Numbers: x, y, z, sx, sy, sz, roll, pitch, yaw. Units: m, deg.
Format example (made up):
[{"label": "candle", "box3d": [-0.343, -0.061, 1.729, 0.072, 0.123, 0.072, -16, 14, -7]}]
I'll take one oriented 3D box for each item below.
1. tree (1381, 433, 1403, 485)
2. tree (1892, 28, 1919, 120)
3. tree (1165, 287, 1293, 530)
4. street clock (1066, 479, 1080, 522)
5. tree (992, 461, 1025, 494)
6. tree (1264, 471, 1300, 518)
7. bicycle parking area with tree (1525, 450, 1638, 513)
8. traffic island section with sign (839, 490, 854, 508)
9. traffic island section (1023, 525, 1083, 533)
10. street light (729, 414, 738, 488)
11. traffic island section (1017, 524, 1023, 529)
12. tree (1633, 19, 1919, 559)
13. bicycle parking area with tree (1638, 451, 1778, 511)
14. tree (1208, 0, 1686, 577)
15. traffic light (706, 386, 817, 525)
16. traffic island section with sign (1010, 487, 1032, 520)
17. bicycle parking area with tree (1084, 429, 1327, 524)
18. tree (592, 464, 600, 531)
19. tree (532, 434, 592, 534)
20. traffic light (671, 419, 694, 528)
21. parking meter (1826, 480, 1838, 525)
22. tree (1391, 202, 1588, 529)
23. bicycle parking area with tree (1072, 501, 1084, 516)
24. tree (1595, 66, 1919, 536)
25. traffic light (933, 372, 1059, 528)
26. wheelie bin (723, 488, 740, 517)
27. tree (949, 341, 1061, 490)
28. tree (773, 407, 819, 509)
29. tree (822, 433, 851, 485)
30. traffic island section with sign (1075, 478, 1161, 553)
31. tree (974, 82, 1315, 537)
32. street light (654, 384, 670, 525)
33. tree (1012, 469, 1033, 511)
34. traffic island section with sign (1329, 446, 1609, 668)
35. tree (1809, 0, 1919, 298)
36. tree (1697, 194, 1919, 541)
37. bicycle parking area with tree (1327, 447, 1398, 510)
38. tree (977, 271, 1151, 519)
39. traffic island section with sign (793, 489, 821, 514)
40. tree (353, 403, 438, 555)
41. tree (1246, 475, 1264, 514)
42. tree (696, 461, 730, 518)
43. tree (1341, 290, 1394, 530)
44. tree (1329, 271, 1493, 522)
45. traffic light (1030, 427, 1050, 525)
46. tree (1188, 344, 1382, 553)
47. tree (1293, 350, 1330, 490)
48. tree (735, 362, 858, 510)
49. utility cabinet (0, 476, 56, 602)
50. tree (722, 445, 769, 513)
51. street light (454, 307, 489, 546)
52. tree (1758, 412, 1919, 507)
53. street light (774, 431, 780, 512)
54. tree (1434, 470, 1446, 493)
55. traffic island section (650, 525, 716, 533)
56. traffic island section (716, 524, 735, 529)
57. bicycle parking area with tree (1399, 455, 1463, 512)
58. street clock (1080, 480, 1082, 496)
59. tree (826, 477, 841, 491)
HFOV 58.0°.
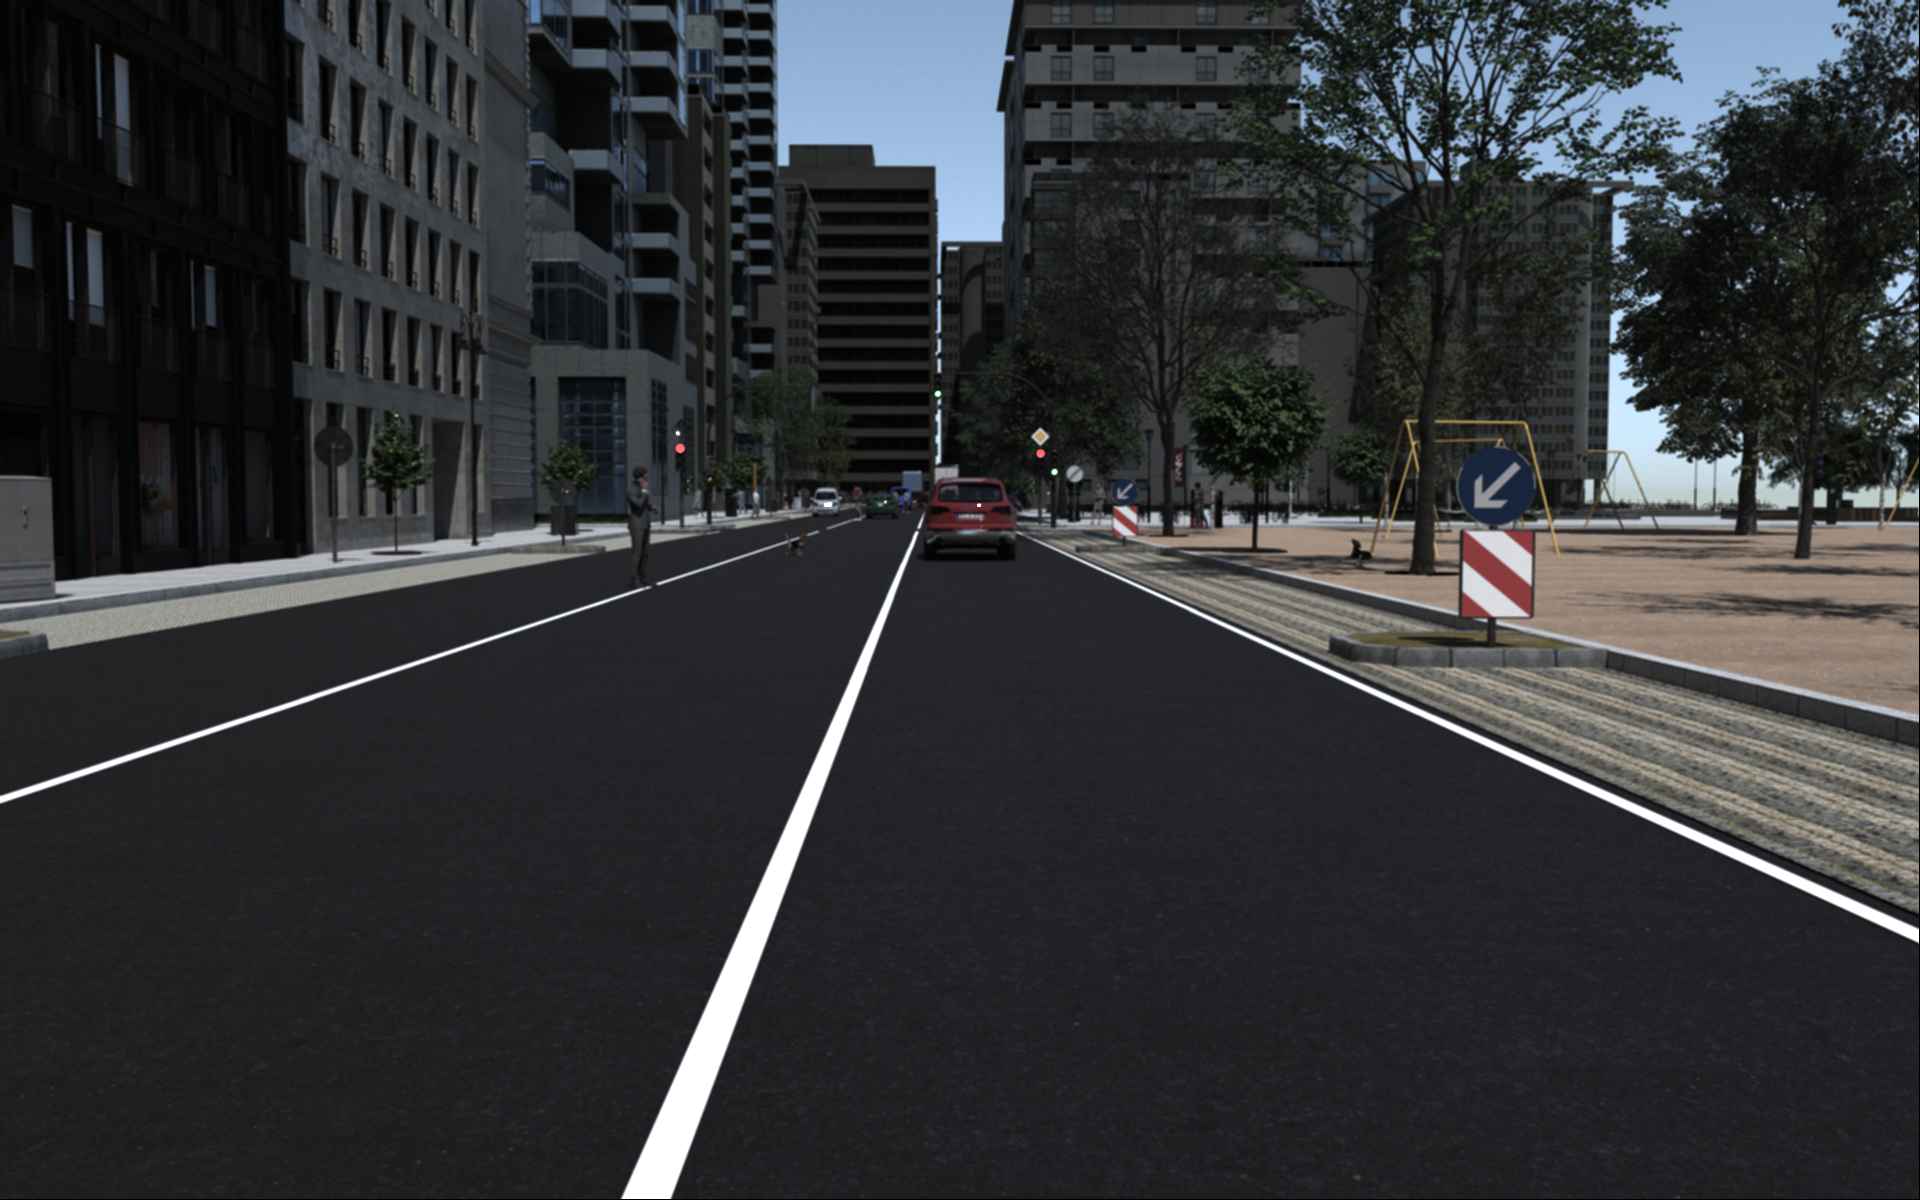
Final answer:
[{"label": "tree", "box3d": [17.700, -5.643, 75.979, 4.285, 4.588, 4.351, 0, 3, 0]}, {"label": "tree", "box3d": [15.388, -4.576, 25.177, 4.737, 8.622, 4.395, 0, 3, 0]}, {"label": "tree", "box3d": [9.015, -6.774, 61.118, 4.737, 8.622, 4.395, 0, 3, 0]}, {"label": "street clock", "box3d": [5.067, -4.562, 79.161, 0.358, 2.002, 0.471, 3, 4, 38]}, {"label": "tree", "box3d": [4.468, -10.412, 153.949, 4.285, 4.588, 4.351, 0, 3, 0]}, {"label": "tree", "box3d": [17.950, -6.089, 94.163, 1.663, 3.219, 1.824, 0, 3, 0]}, {"label": "bicycle parking area with tree", "box3d": [39.455, -7.837, 115.145, 9.016, 4.147, 8.231, 2, 4, 29]}, {"label": "traffic island section with sign", "box3d": [-11.842, -10.147, 174.524, 1.989, 1.847, 2.006, 0, 4, -1]}, {"label": "traffic island section", "box3d": [3.522, -2.613, 65.005, 2.009, 0.180, 2.903, 0, 4, -1]}, {"label": "street light", "box3d": [-13.056, -7.776, 99.927, 0.468, 5.910, 1.993, 0, 4, -1]}, {"label": "traffic island section", "box3d": [3.394, -3.101, 72.989, 2.009, 0.180, 2.903, 0, 4, -1]}, {"label": "tree", "box3d": [17.024, -6.085, 33.908, 7.601, 10.594, 8.767, 1, 4, 17]}, {"label": "bicycle parking area with tree", "box3d": [49.138, -7.805, 114.617, 9.016, 4.147, 8.231, 2, 4, 24]}, {"label": "tree", "box3d": [7.454, -6.195, 27.041, 9.928, 11.665, 9.643, 0, 3, 0]}, {"label": "traffic light", "box3d": [-8.415, -5.996, 72.707, 4.771, 5.953, 1.251, 0, 4, -1]}, {"label": "traffic island section with sign", "box3d": [3.003, -5.446, 97.671, 1.989, 1.847, 2.006, 0, 4, -1]}, {"label": "bicycle parking area with tree", "box3d": [11.037, -5.492, 76.804, 8.231, 4.147, 9.016, 2, 4, 24]}, {"label": "tree", "box3d": [-13.122, -3.974, 59.579, 1.663, 3.219, 1.824, 0, 3, 0]}, {"label": "tree", "box3d": [-12.826, -3.712, 55.291, 1.663, 3.219, 1.824, 0, 3, 0]}, {"label": "traffic light", "box3d": [-10.378, -4.632, 64.654, 0.839, 4.253, 0.868, 0, 4, -1]}, {"label": "parking meter", "box3d": [36.684, -4.105, 72.835, 0.399, 1.863, 0.255, 1, 4, 20]}, {"label": "tree", "box3d": [13.631, -5.661, 42.926, 4.360, 8.622, 3.978, 0, 3, 0]}, {"label": "bicycle parking area with tree", "box3d": [10.800, -6.971, 100.971, 8.231, 4.147, 9.016, 0, 4, -7]}, {"label": "tree", "box3d": [24.523, -8.983, 53.530, 9.857, 13.997, 8.962, 0, 3, 0]}, {"label": "traffic light", "box3d": [1.391, -5.508, 64.716, 4.771, 5.953, 1.251, 0, 4, -1]}, {"label": "wheelie bin", "box3d": [-12.826, -5.462, 97.211, 0.980, 1.594, 0.693, 0, 4, 2]}, {"label": "tree", "box3d": [4.196, -14.288, 140.264, 9.857, 13.997, 8.962, 0, 3, 0]}, {"label": "tree", "box3d": [-13.832, -11.798, 143.253, 4.360, 8.622, 3.978, 0, 3, 0]}, {"label": "tree", "box3d": [-14.767, -15.746, 207.814, 4.737, 8.622, 4.395, 0, 3, 0]}, {"label": "traffic island section with sign", "box3d": [3.884, -2.091, 42.818, 1.989, 1.847, 2.006, 0, 4, -1]}, {"label": "tree", "box3d": [6.188, -8.654, 51.869, 12.009, 13.543, 11.850, 0, 3, 0]}, {"label": "street light", "box3d": [-12.525, -6.120, 72.850, 0.468, 5.910, 1.993, 0, 4, -1]}, {"label": "tree", "box3d": [4.719, -8.421, 132.285, 1.663, 3.219, 1.824, 0, 3, 0]}, {"label": "traffic island section with sign", "box3d": [4.324, -0.398, 15.131, 1.989, 1.847, 2.006, 0, 4, -1]}, {"label": "tree", "box3d": [10.249, -4.018, 16.055, 4.360, 8.622, 3.978, 0, 3, 0]}, {"label": "tree", "box3d": [21.010, -5.685, 43.320, 4.737, 8.622, 4.395, 0, 3, 0]}, {"label": "bicycle parking area with tree", "box3d": [20.202, -7.195, 104.646, 8.231, 4.147, 9.016, -1, 4, -18]}, {"label": "tree", "box3d": [5.379, -10.507, 88.804, 9.611, 12.733, 9.660, 0, 3, 0]}, {"label": "traffic island section with sign", "box3d": [-11.045, -7.091, 124.569, 1.989, 1.847, 2.006, 0, 4, -1]}, {"label": "tree", "box3d": [-12.101, -2.577, 36.741, 1.663, 3.219, 1.824, 0, 3, 0]}, {"label": "tree", "box3d": [19.260, -7.132, 111.216, 1.663, 3.219, 1.824, 0, 3, 0]}, {"label": "tree", "box3d": [-13.096, -5.987, 92.494, 1.663, 3.219, 1.824, 0, 3, 0]}, {"label": "tree", "box3d": [15.456, -6.833, 62.084, 4.360, 8.622, 3.978, 0, 3, 0]}, {"label": "tree", "box3d": [15.237, -6.517, 56.923, 4.737, 8.622, 4.395, 0, 3, 0]}, {"label": "traffic light", "box3d": [3.354, -5.135, 72.874, 0.839, 4.253, 0.868, 0, 4, -1]}, {"label": "tree", "box3d": [6.484, -3.324, 38.055, 4.285, 4.588, 4.351, 0, 3, 0]}, {"label": "tree", "box3d": [16.886, -8.358, 87.023, 4.737, 8.622, 4.395, 0, 3, 0]}, {"label": "tree", "box3d": [-13.947, -12.833, 135.576, 9.928, 11.665, 9.643, 0, 3, 0]}, {"label": "utility cabinet", "box3d": [-11.272, -0.725, 20.527, 0.318, 1.500, 1.173, 1, 4, 11]}, {"label": "tree", "box3d": [-14.352, -8.077, 115.766, 4.285, 4.588, 4.351, 0, 3, 0]}, {"label": "street light", "box3d": [-12.070, -4.288, 42.897, 0.468, 5.910, 1.993, 0, 4, -1]}, {"label": "tree", "box3d": [59.985, -9.455, 117.493, 11.467, 7.101, 20.602, 0, 4, 5]}, {"label": "street light", "box3d": [-13.387, -9.399, 126.456, 0.468, 5.910, 1.993, 0, 4, -1]}, {"label": "tree", "box3d": [32.938, -7.701, 120.511, 1.663, 3.219, 1.824, 0, 3, 0]}, {"label": "traffic island section", "box3d": [-10.418, -2.600, 64.788, 2.009, 0.180, 2.903, 0, 4, -1]}, {"label": "traffic island section", "box3d": [-10.545, -3.088, 72.772, 2.009, 0.180, 2.903, 0, 4, -1]}, {"label": "bicycle parking area with tree", "box3d": [34.922, -8.743, 129.948, 9.016, 4.147, 8.231, 3, 5, 43]}, {"label": "street clock", "box3d": [5.458, -4.632, 80.311, 0.358, 2.002, 0.471, 2, 4, 32]}, {"label": "tree", "box3d": [-14.504, -12.549, 199.773, 1.663, 3.219, 1.824, 0, 3, 0]}]
